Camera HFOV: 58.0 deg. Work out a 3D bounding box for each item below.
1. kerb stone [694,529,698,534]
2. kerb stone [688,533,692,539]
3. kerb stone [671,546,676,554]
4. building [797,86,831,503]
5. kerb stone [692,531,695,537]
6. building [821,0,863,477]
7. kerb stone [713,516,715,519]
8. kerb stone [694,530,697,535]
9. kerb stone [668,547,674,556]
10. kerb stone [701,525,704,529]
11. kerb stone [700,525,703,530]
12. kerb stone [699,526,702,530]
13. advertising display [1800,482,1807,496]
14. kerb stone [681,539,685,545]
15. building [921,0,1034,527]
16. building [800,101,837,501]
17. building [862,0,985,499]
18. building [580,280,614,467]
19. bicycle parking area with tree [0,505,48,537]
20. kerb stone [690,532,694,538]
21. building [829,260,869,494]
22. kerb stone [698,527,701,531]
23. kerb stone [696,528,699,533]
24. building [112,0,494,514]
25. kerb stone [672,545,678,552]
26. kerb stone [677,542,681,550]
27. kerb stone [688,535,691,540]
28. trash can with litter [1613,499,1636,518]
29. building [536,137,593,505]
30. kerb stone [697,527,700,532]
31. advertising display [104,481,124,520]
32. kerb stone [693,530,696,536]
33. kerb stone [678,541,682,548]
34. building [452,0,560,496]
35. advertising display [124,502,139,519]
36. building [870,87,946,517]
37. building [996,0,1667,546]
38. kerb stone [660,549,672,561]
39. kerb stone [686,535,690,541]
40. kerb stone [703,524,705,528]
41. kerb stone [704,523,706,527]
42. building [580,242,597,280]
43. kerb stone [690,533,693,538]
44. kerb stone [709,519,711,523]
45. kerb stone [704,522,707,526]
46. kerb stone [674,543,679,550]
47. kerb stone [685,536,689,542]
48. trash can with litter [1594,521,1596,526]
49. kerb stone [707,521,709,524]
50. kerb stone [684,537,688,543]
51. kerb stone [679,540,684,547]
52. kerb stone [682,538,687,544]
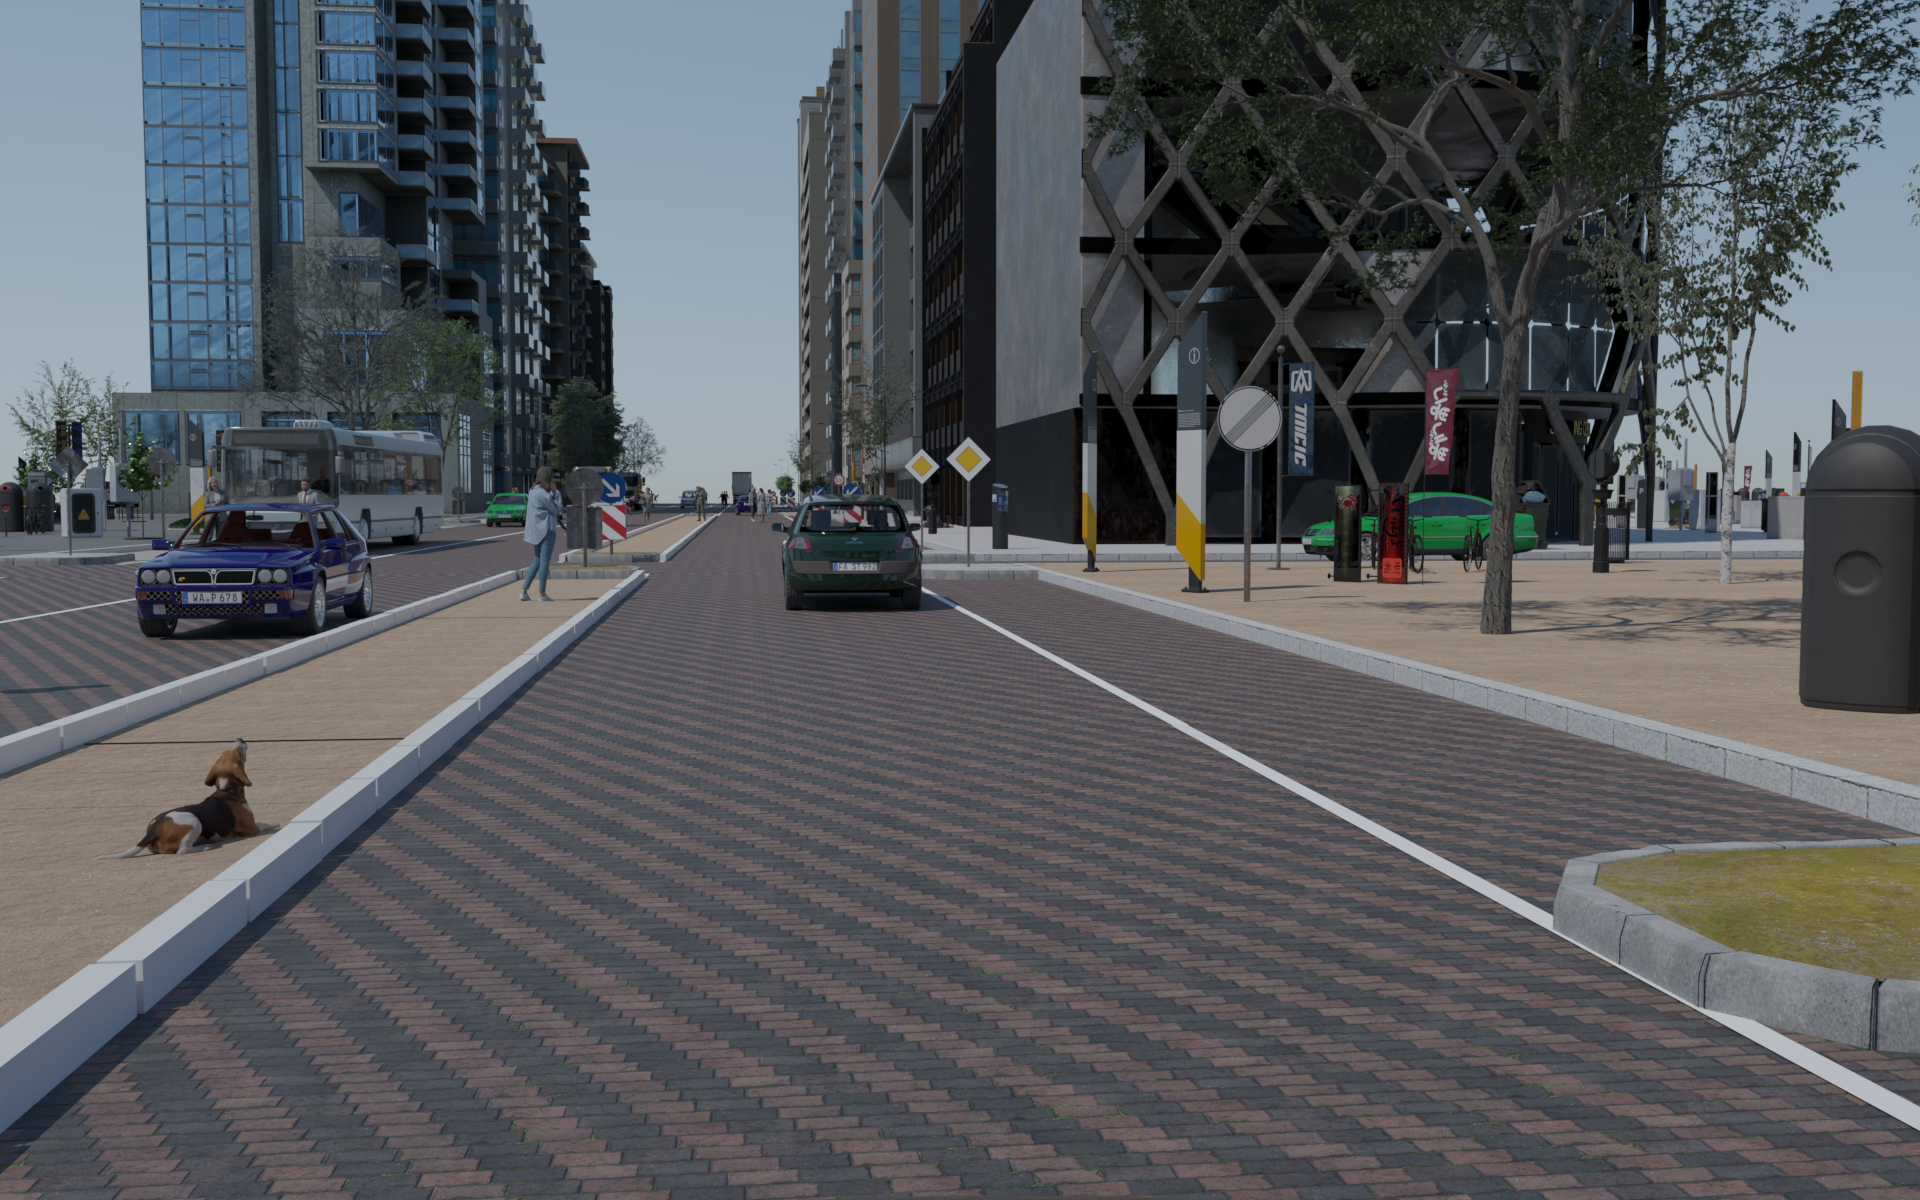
[{"bbox_3d":[-9.049,-2.229,58.695,0.120,0.150,1.000,0,4,-7],"label":"kerb stone"},{"bbox_3d":[-8.293,-1.859,52.584,0.120,0.150,1.000,0,4,-7],"label":"kerb stone"},{"bbox_3d":[-6.761,-1.110,40.388,0.120,0.150,1.000,0,4,-7],"label":"kerb stone"},{"bbox_3d":[-13.537,-43.802,258.162,21.231,58.520,28.212,0,4,-7],"label":"building"},{"bbox_3d":[-8.665,-2.046,55.641,0.120,0.150,1.000,0,4,-7],"label":"kerb stone"},{"bbox_3d":[-1.899,-33.820,172.568,23.786,49.044,30.456,0,4,-7],"label":"building"},{"bbox_3d":[-13.250,-4.285,92.265,0.120,0.150,1.000,0,4,-7],"label":"kerb stone"},{"bbox_3d":[-8.919,-2.170,57.672,0.120,0.150,1.000,0,4,-7],"label":"kerb stone"},{"bbox_3d":[-6.637,-1.048,39.367,0.120,0.150,1.000,0,4,-7],"label":"kerb stone"},{"bbox_3d":[-10.065,-2.730,66.827,0.120,0.150,1.000,0,4,-7],"label":"kerb stone"},{"bbox_3d":[-9.941,-2.666,65.813,0.120,0.150,1.000,0,4,-7],"label":"kerb stone"},{"bbox_3d":[-9.683,-2.543,63.781,0.120,0.150,1.000,0,4,-7],"label":"kerb stone"},{"bbox_3d":[46.194,-5.456,94.425,0.974,1.923,0.123,0,4,-7],"label":"advertising display"},{"bbox_3d":[-7.526,-1.484,46.487,0.120,0.150,1.000,0,4,-7],"label":"kerb stone"},{"bbox_3d":[5.270,-15.024,75.312,12.332,23.373,15.834,0,4,-7],"label":"building"},{"bbox_3d":[-8.040,-35.940,211.317,21.300,48.544,21.600,0,4,-7],"label":"building"},{"bbox_3d":[0.577,-28.819,121.303,14.600,45.320,14.200,0,4,-7],"label":"building"},{"bbox_3d":[-53.525,-28.014,229.737,14.160,30.474,14.107,0,4,-7],"label":"building"},{"bbox_3d":[-32.422,-3.989,52.230,8.231,4.147,9.016,0,4,-2],"label":"bicycle parking area with tree"},{"bbox_3d":[-8.547,-1.980,54.625,0.120,0.150,1.000,0,4,-7],"label":"kerb stone"},{"bbox_3d":[3.697,-18.291,144.094,27.650,21.520,28.899,0,4,-7],"label":"building"},{"bbox_3d":[-9.559,-2.481,62.765,0.120,0.150,1.000,0,4,-7],"label":"kerb stone"},{"bbox_3d":[-9.173,-2.294,59.709,0.120,0.150,1.000,0,4,-7],"label":"kerb stone"},{"bbox_3d":[-45.165,-49.529,122.477,22.319,86.520,31.000,0,4,-7],"label":"building"},{"bbox_3d":[-6.894,-1.172,41.408,0.120,0.150,1.000,0,4,-7],"label":"kerb stone"},{"bbox_3d":[-7.145,-1.300,43.445,0.120,0.150,1.000,0,4,-7],"label":"kerb stone"},{"bbox_3d":[-8.162,-1.788,51.571,0.120,0.150,1.000,0,4,-7],"label":"kerb stone"},{"bbox_3d":[36.245,-5.086,94.221,1.678,1.210,2.233,-3,4,-36],"label":"trash can with litter"},{"bbox_3d":[-55.948,-33.801,207.276,22.147,44.769,28.867,0,4,-7],"label":"building"},{"bbox_3d":[-9.440,-2.419,61.746,0.120,0.150,1.000,0,4,-7],"label":"kerb stone"},{"bbox_3d":[-42.739,-5.010,87.128,0.123,1.923,0.974,3,4,36],"label":"advertising display"},{"bbox_3d":[-8.792,-2.108,56.655,0.120,0.150,1.000,0,4,-7],"label":"kerb stone"},{"bbox_3d":[-7.269,-1.361,44.459,0.120,0.150,1.000,0,4,-7],"label":"kerb stone"},{"bbox_3d":[-49.149,-32.758,155.195,23.786,49.044,30.456,0,4,-7],"label":"building"},{"bbox_3d":[-42.382,-5.088,88.405,0.123,1.923,0.974,2,4,30],"label":"advertising display"},{"bbox_3d":[2.996,-17.131,99.161,14.314,24.678,30.058,0,4,-7],"label":"building"},{"bbox_3d":[10.524,-11.135,49.504,16.811,18.784,16.820,0,4,-7],"label":"building"},{"bbox_3d":[-6.505,-0.988,38.350,0.120,0.150,1.000,0,4,-7],"label":"kerb stone"},{"bbox_3d":[-8.038,-1.735,50.556,0.120,0.150,1.000,0,4,-7],"label":"kerb stone"},{"bbox_3d":[-10.326,-2.852,68.866,0.120,0.150,1.000,0,4,-7],"label":"kerb stone"},{"bbox_3d":[-10.578,-2.979,70.899,0.120,0.150,1.000,0,4,-7],"label":"kerb stone"},{"bbox_3d":[-65.114,-33.963,247.172,32.217,40.220,23.993,0,4,-7],"label":"building"},{"bbox_3d":[-8.414,-1.921,53.611,0.120,0.150,1.000,0,4,-7],"label":"kerb stone"},{"bbox_3d":[-11.849,-3.602,81.094,0.120,0.150,1.000,0,4,-7],"label":"kerb stone"},{"bbox_3d":[-10.700,-3.041,71.919,0.120,0.150,1.000,0,4,-7],"label":"kerb stone"},{"bbox_3d":[-7.029,-1.233,42.427,0.120,0.150,1.000,0,4,-7],"label":"kerb stone"},{"bbox_3d":[-7.908,-1.672,49.538,0.120,0.150,1.000,0,4,-7],"label":"kerb stone"},{"bbox_3d":[24.905,-3.620,70.237,2.233,1.210,1.678,3,4,37],"label":"trash can with litter"},{"bbox_3d":[-11.208,-3.288,75.986,0.120,0.150,1.000,0,4,-7],"label":"kerb stone"},{"bbox_3d":[-7.781,-1.607,48.515,0.120,0.150,1.000,0,4,-7],"label":"kerb stone"},{"bbox_3d":[-7.394,-1.418,45.474,0.120,0.150,1.000,0,4,-7],"label":"kerb stone"},{"bbox_3d":[-7.646,-1.548,47.502,0.120,0.150,1.000,0,4,-7],"label":"kerb stone"}]
